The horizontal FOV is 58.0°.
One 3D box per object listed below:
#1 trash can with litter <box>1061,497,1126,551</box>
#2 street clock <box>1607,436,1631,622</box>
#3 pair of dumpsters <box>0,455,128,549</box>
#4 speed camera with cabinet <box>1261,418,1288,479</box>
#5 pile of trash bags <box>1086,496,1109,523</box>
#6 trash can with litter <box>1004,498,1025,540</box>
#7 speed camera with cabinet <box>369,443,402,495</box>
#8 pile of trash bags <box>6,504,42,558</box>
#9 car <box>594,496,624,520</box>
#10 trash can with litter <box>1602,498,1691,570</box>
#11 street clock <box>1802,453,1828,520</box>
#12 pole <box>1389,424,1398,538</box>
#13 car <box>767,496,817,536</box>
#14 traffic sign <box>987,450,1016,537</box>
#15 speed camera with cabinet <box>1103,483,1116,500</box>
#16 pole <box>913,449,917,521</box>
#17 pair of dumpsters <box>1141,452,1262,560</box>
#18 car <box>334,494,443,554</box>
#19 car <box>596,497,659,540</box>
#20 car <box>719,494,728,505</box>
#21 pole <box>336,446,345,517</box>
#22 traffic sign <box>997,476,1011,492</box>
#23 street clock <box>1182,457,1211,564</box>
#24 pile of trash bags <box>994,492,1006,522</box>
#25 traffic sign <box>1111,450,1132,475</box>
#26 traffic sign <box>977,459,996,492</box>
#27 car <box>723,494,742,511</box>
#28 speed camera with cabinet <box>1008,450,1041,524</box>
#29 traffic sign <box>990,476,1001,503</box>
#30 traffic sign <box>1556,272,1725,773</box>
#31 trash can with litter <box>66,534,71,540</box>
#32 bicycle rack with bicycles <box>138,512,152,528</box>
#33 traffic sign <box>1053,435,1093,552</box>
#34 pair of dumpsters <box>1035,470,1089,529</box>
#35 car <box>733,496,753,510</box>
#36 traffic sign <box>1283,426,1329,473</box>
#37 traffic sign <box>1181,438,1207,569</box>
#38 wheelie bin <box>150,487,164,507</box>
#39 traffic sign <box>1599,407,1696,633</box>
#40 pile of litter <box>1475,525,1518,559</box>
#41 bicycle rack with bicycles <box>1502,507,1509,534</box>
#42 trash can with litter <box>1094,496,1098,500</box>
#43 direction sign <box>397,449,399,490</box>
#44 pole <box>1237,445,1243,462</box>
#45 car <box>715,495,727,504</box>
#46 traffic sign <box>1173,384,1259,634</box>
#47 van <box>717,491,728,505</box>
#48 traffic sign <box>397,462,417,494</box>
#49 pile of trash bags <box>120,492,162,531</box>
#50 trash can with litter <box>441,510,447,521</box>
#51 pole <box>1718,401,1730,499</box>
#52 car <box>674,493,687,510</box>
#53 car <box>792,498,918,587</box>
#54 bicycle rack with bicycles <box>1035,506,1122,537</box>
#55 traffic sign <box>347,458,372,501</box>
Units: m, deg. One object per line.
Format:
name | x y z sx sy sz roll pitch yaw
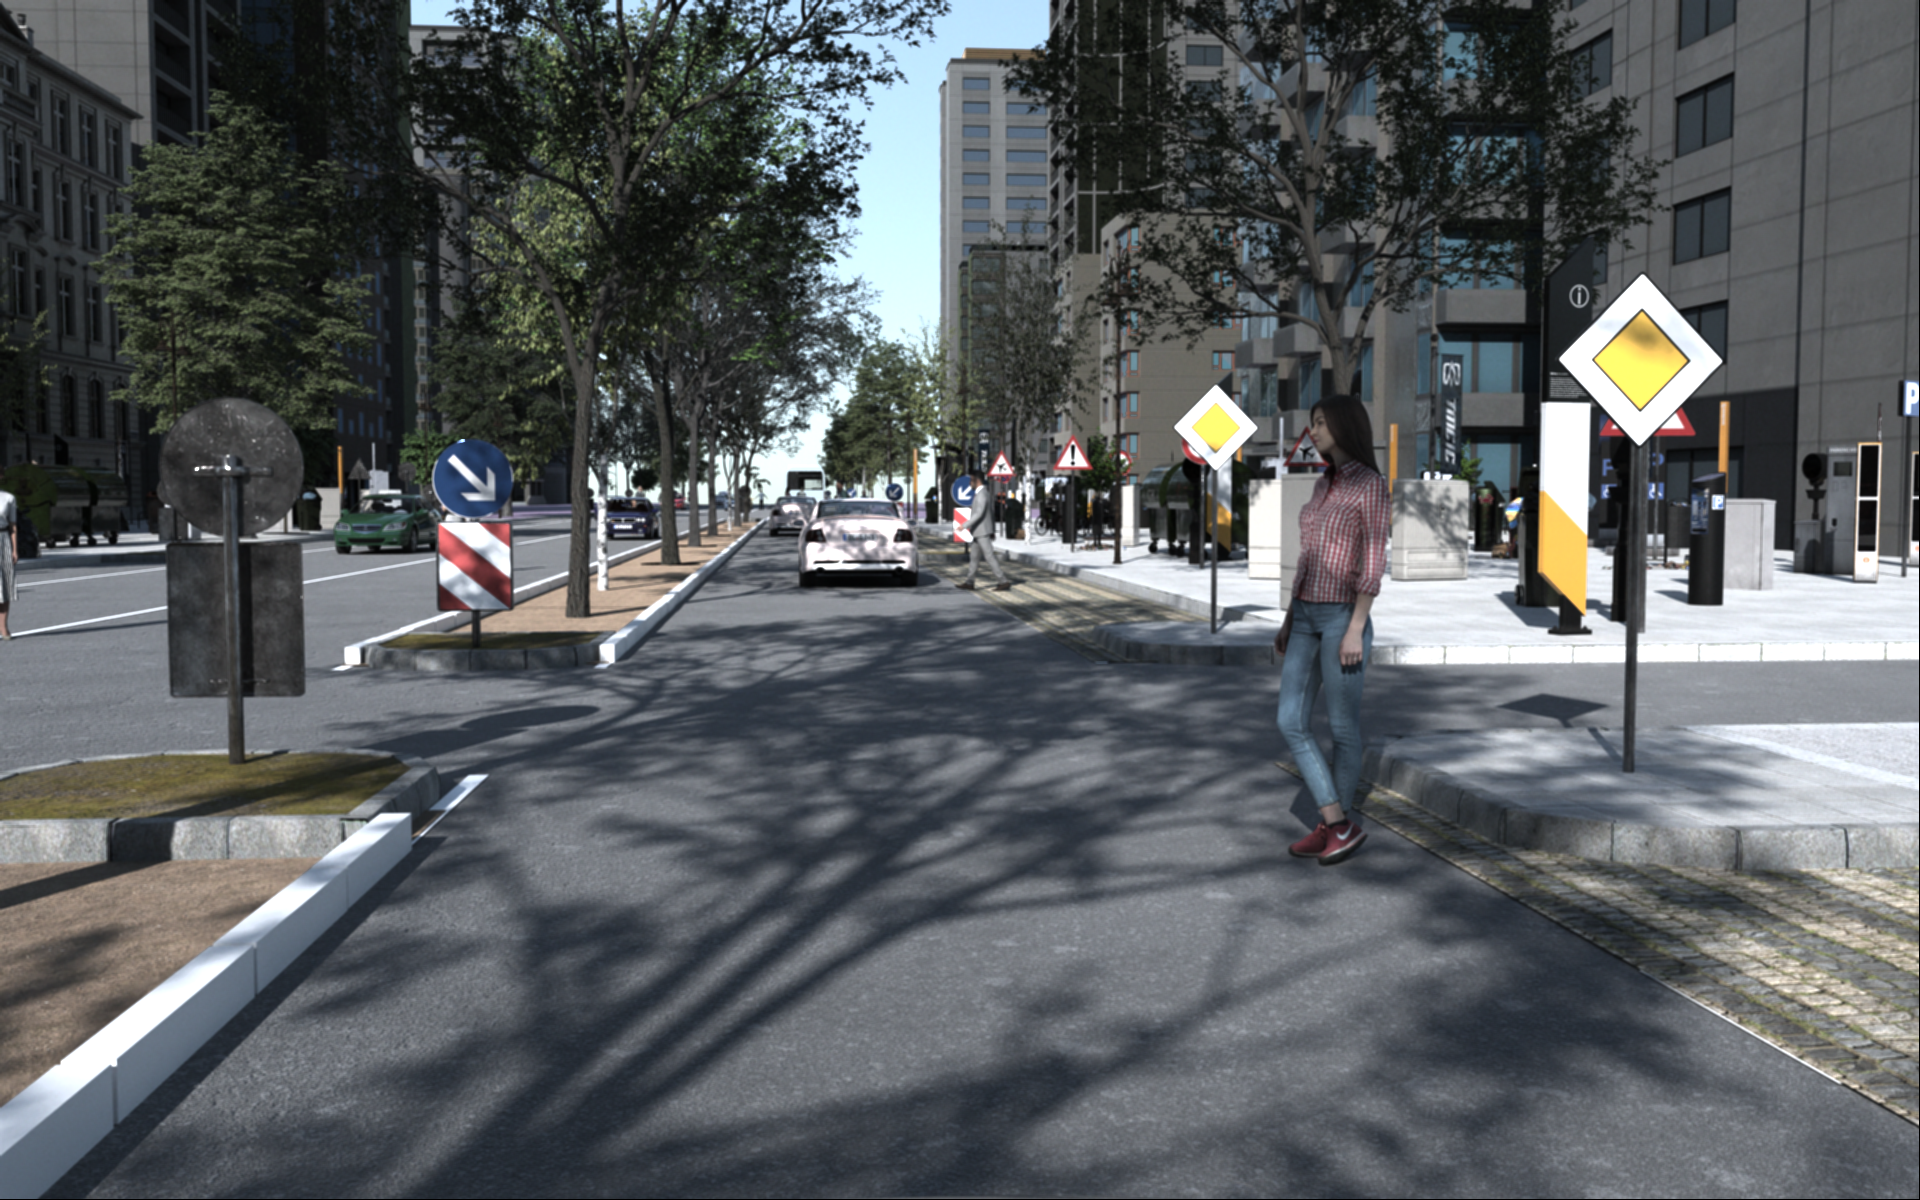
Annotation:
trash can with litter | 3.012 -1.781 40.177 1.678 1.210 2.233 1 4 15
street clock | 6.676 -0.784 17.396 0.358 2.002 0.471 2 4 32
pair of dumpsters | -21.853 -2.424 42.127 1.574 2.255 4.437 0 4 -5
speed camera with cabinet | 8.079 -3.134 45.579 0.660 3.252 2.038 0 4 -5
pile of trash bags | 6.844 -4.096 76.722 3.447 1.369 1.912 -1 4 -21
trash can with litter | 1.680 -2.297 48.938 0.624 1.170 1.055 -2 4 -29
speed camera with cabinet | -22.075 -4.416 66.545 0.660 3.252 2.038 -3 4 -37
pile of trash bags | -20.245 -1.515 34.517 3.447 1.369 1.912 -2 4 -26
car | -19.166 -5.080 95.636 1.945 1.354 3.894 0 4 -6
trash can with litter | 12.050 -1.160 30.021 2.233 1.210 1.678 -1 4 -11
street clock | 15.250 -1.608 30.867 0.358 2.002 0.471 -1 4 -17
pole | 12.620 -3.463 50.460 0.158 3.312 0.155 0 3 0
car | -5.679 -2.925 60.188 2.083 1.381 4.827 0 4 -6
traffic sign | 1.238 -3.154 51.576 0.884 2.594 0.081 0 4 3
speed camera with cabinet | 8.643 -5.975 92.028 2.038 3.252 0.660 0 4 1
pole | -2.018 -5.154 78.112 0.158 3.312 0.155 0 3 0
pair of dumpsters | 4.901 -2.015 35.436 1.574 2.255 4.437 0 4 -6
car | -14.146 -1.914 43.085 2.131 1.459 4.920 0 4 -4
car | -10.559 -2.605 55.167 1.945 1.354 3.894 0 4 -6
car | -30.846 -13.331 227.560 1.945 1.707 3.694 0 4 -7
pole | -26.379 -4.893 73.849 0.158 3.312 0.155 0 3 0
traffic sign | 2.083 -5.080 83.162 0.768 2.556 0.104 0 4 -1
street clock | 4.307 -1.655 31.623 0.471 2.002 0.358 2 4 31
pile of trash bags | 2.079 -4.308 80.182 1.912 1.369 3.447 0 4 -7
traffic sign | 4.604 -3.064 50.210 0.768 2.556 0.104 0 4 1
traffic sign | 0.984 -3.689 60.426 0.768 2.556 0.104 0 4 -2
car | -19.566 -8.478 150.615 2.014 1.417 4.499 0 4 -6
speed camera with cabinet | 2.805 -4.925 74.858 0.660 3.252 2.038 2 4 29
traffic sign | 1.195 -4.052 66.255 0.884 2.594 0.081 0 4 -4
traffic sign | 3.084 -0.262 7.933 0.795 2.450 0.064 0 4 -5
trash can with litter | -25.227 -2.265 48.421 0.624 1.170 1.055 -1 4 -18
bicycle rack with bicycles | -29.287 -3.163 65.103 2.852 0.926 2.925 2 4 28
traffic sign | 2.474 -2.324 37.999 0.884 2.594 0.081 0 4 1
pair of dumpsters | 3.929 -3.875 65.854 1.574 2.255 4.437 0 4 -6
car | -20.299 -9.271 161.803 2.015 1.641 3.980 0 4 -4
traffic sign | 6.633 -2.033 33.237 0.884 2.594 0.081 0 3 0
traffic sign | 4.165 -1.811 29.724 0.768 2.556 0.104 0 4 -2
wheelie bin | -35.291 -4.179 76.236 0.980 1.594 0.693 -2 4 -35
traffic sign | 6.291 -0.973 15.919 0.884 2.594 0.081 0 4 -1
pile of litter | 11.140 -1.264 34.635 1.719 0.858 1.176 1 4 16
bicycle rack with bicycles | 18.361 -2.515 54.497 2.852 0.926 2.925 -1 4 -9
trash can with litter | 6.817 -4.635 87.172 0.624 1.170 1.055 1 4 10
direction sign | -28.376 -5.838 87.447 0.379 3.537 0.876 -1 4 -16
pole | 10.509 -4.360 65.123 0.158 3.312 0.155 0 3 0
car | -29.796 -12.360 214.447 2.083 1.381 4.827 0 4 -6
traffic sign | 2.332 -0.749 15.883 0.795 2.450 0.064 0 4 -5
van | -31.669 -13.771 232.168 2.013 2.044 4.112 0 4 -6
traffic sign | -21.889 -4.185 68.525 0.768 2.556 0.104 0 4 -5
pile of trash bags | -29.333 -3.066 59.877 3.447 1.369 1.912 -3 5 -41
trash can with litter | -24.526 -4.350 82.503 1.055 1.170 0.624 2 4 35
pole | 16.834 -2.713 38.206 0.158 3.312 0.155 0 3 0
car | -25.125 -8.778 152.563 2.155 1.783 4.494 0 4 -4
car | -1.695 -0.970 28.228 2.083 1.381 4.827 0 4 -5
bicycle rack with bicycles | 4.009 -2.419 52.932 2.852 0.926 2.925 -2 4 -30
traffic sign | -21.465 -3.786 61.909 0.884 2.594 0.081 0 4 3
